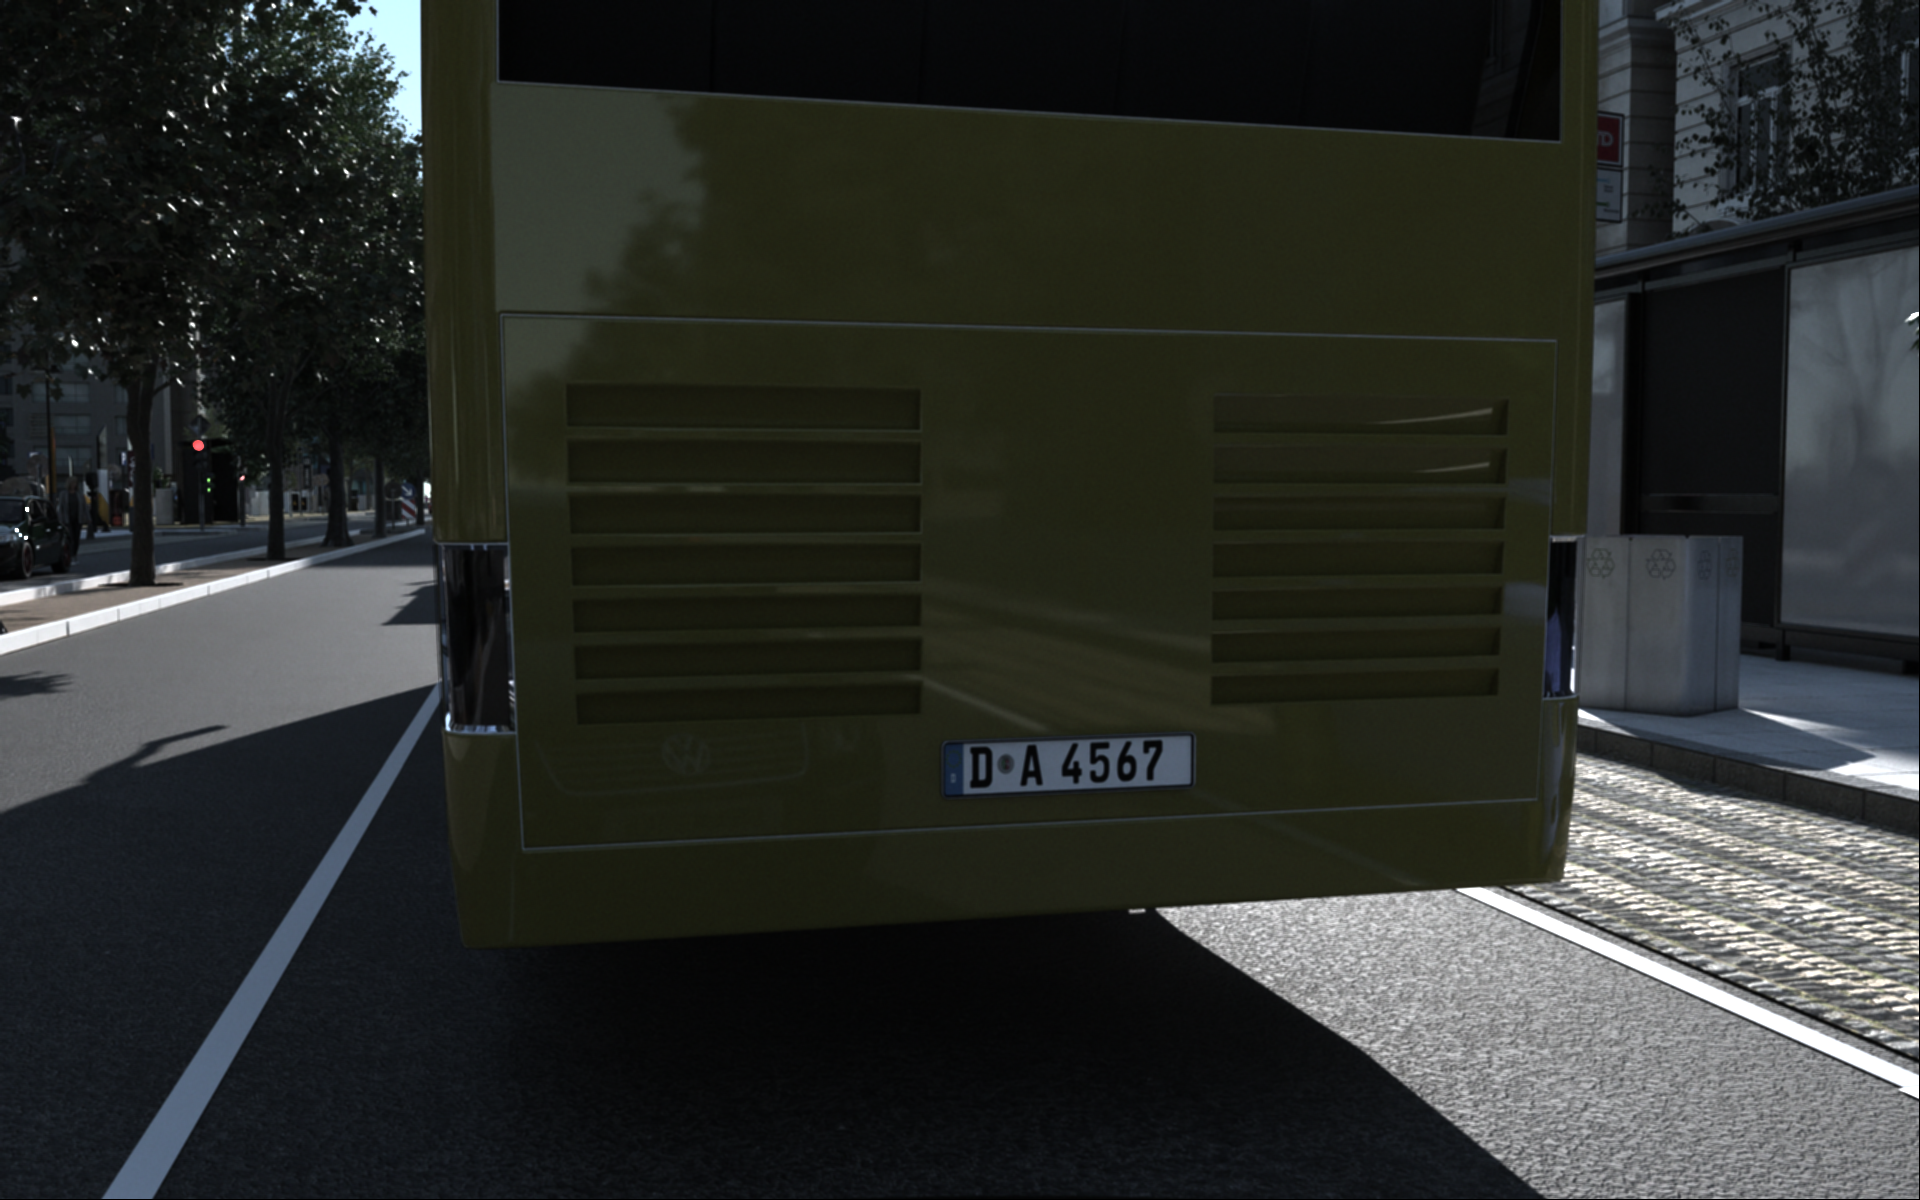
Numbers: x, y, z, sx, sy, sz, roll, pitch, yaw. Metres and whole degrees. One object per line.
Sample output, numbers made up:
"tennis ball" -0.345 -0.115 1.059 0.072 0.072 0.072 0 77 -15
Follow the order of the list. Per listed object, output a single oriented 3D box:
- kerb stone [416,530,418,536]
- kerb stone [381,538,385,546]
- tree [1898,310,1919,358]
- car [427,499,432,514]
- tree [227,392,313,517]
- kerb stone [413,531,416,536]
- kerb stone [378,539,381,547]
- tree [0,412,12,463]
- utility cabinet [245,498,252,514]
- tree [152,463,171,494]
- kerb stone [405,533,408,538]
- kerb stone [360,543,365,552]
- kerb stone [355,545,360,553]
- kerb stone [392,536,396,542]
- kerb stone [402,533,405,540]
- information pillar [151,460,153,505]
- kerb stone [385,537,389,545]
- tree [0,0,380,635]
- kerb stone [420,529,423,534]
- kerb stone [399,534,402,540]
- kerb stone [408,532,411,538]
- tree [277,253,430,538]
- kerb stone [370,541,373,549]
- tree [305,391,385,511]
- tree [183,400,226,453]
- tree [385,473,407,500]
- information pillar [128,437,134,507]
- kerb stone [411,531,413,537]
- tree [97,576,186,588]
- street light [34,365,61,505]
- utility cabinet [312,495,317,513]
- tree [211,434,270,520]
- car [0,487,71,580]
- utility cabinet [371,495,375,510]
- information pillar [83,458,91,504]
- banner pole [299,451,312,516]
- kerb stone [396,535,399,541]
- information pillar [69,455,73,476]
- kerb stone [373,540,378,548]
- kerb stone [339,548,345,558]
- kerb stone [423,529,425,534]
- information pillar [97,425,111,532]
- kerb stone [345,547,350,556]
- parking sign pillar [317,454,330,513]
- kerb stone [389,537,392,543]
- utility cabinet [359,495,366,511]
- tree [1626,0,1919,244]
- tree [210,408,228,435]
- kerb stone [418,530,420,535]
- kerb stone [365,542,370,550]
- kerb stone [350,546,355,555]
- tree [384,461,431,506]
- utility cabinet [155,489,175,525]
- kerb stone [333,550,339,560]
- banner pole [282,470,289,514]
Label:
"kerb stone" -18.628 -2.242 58.915 0.120 0.150 1.000 -1 4 -13
"kerb stone" -16.088 -1.570 47.933 0.120 0.150 1.000 -1 4 -13
"tree" 5.059 -0.817 7.957 1.663 3.219 1.824 0 3 0
"car" -37.775 -7.182 126.468 2.155 1.783 4.494 -1 4 -13
"tree" -37.853 -8.978 97.147 4.737 8.622 4.395 0 3 0
"kerb stone" -18.393 -2.185 57.920 0.120 0.150 1.000 -1 4 -13
"kerb stone" -15.862 -1.513 46.933 0.120 0.150 1.000 -1 4 -13
"tree" -25.497 -3.617 42.849 4.285 4.588 4.351 0 3 0
"utility cabinet" -44.987 -6.017 109.534 1.020 1.237 0.306 0 4 -7
"tree" -49.224 -6.834 106.330 1.663 3.219 1.824 0 3 0
"kerb stone" -17.703 -2.002 54.931 0.120 0.150 1.000 -1 4 -13
"kerb stone" -14.932 -1.268 42.928 0.120 0.150 1.000 -1 4 -13
"kerb stone" -14.709 -1.205 41.923 0.120 0.150 1.000 -1 4 -13
"kerb stone" -16.784 -1.757 50.927 0.120 0.150 1.000 -1 4 -13
"kerb stone" -17.477 -1.936 53.932 0.120 0.150 1.000 -1 4 -13
"information pillar" -32.408 -4.756 69.121 0.183 3.616 0.504 0 4 6
"kerb stone" -16.315 -1.635 48.929 0.120 0.150 1.000 -1 4 -13
"tree" -9.926 -5.958 16.873 9.611 12.733 9.660 0 3 0
"kerb stone" -19.090 -2.368 60.913 0.120 0.150 1.000 -1 4 -13
"kerb stone" -17.240 -1.880 52.925 0.120 0.150 1.000 -1 4 -13
"kerb stone" -17.931 -2.061 55.927 0.120 0.150 1.000 -1 4 -13
"tree" -18.939 -8.281 55.980 7.486 12.596 7.792 0 3 0
"kerb stone" -15.402 -1.391 44.936 0.120 0.150 1.000 -1 4 -13
"tree" -44.634 -11.794 127.248 7.601 10.594 8.767 0 4 -5
"tree" -53.658 -10.665 124.730 4.737 8.622 4.395 0 3 0
"tree" -55.198 -13.590 172.558 4.737 8.622 4.395 0 3 0
"information pillar" -33.820 -4.855 70.729 0.183 3.616 0.504 -3 5 -44
"kerb stone" -18.164 -2.124 56.923 0.120 0.150 1.000 -1 4 -13
"tree" -12.539 -6.006 26.414 9.928 11.665 9.643 0 3 0
"street light" -26.178 -4.709 49.773 0.468 5.910 1.993 -1 4 -13
"utility cabinet" -43.986 -6.561 118.430 0.306 1.237 1.020 0 4 -2
"tree" -35.783 -6.247 85.848 4.285 4.588 4.351 0 3 0
"car" -16.738 -1.235 29.979 2.009 1.686 4.222 -1 4 -14
"utility cabinet" -47.073 -7.877 139.956 1.020 1.237 0.306 2 4 26
"information pillar" -56.145 -7.348 111.491 0.504 3.616 0.183 0 4 0
"banner pole" -38.131 -6.774 100.767 0.863 3.779 0.401 -3 5 -42
"kerb stone" -17.010 -1.813 51.928 0.120 0.150 1.000 -1 4 -13
"information pillar" -53.062 -6.857 103.469 0.183 3.616 0.504 -3 4 -37
"kerb stone" -15.630 -1.448 45.935 0.120 0.150 1.000 -1 4 -13
"kerb stone" -14.007 -1.023 38.926 0.120 0.150 1.000 -1 4 -13
"kerb stone" -19.318 -2.427 61.910 0.120 0.150 1.000 -1 4 -13
"information pillar" -28.782 -4.086 58.164 0.183 3.616 0.504 0 4 2
"kerb stone" -14.244 -1.084 39.921 0.120 0.150 1.000 -1 4 -13
"parking sign pillar" -42.373 -7.805 116.086 1.447 3.967 1.447 2 4 30
"kerb stone" -16.550 -1.696 49.932 0.120 0.150 1.000 -1 4 -13
"utility cabinet" -45.790 -7.388 131.963 1.020 1.237 0.306 0 4 6
"tree" 10.075 -4.238 19.649 4.360 8.622 3.978 0 3 0
"tree" -57.393 -11.403 136.795 4.360 8.622 3.978 0 3 0
"kerb stone" -18.859 -2.305 59.912 0.120 0.150 1.000 -1 4 -13
"kerb stone" -15.159 -1.329 43.928 0.120 0.150 1.000 -1 4 -13
"kerb stone" -14.472 -1.145 40.922 0.120 0.150 1.000 -1 4 -13
"tree" -58.303 -17.122 186.605 9.857 13.997 8.962 0 3 0
"utility cabinet" -32.766 -3.836 71.405 0.318 1.500 1.173 0 4 -4
"kerb stone" -13.776 -0.959 37.918 0.120 0.150 1.000 -1 4 -13
"banner pole" -43.907 -7.483 112.356 0.863 3.779 0.401 2 4 28
